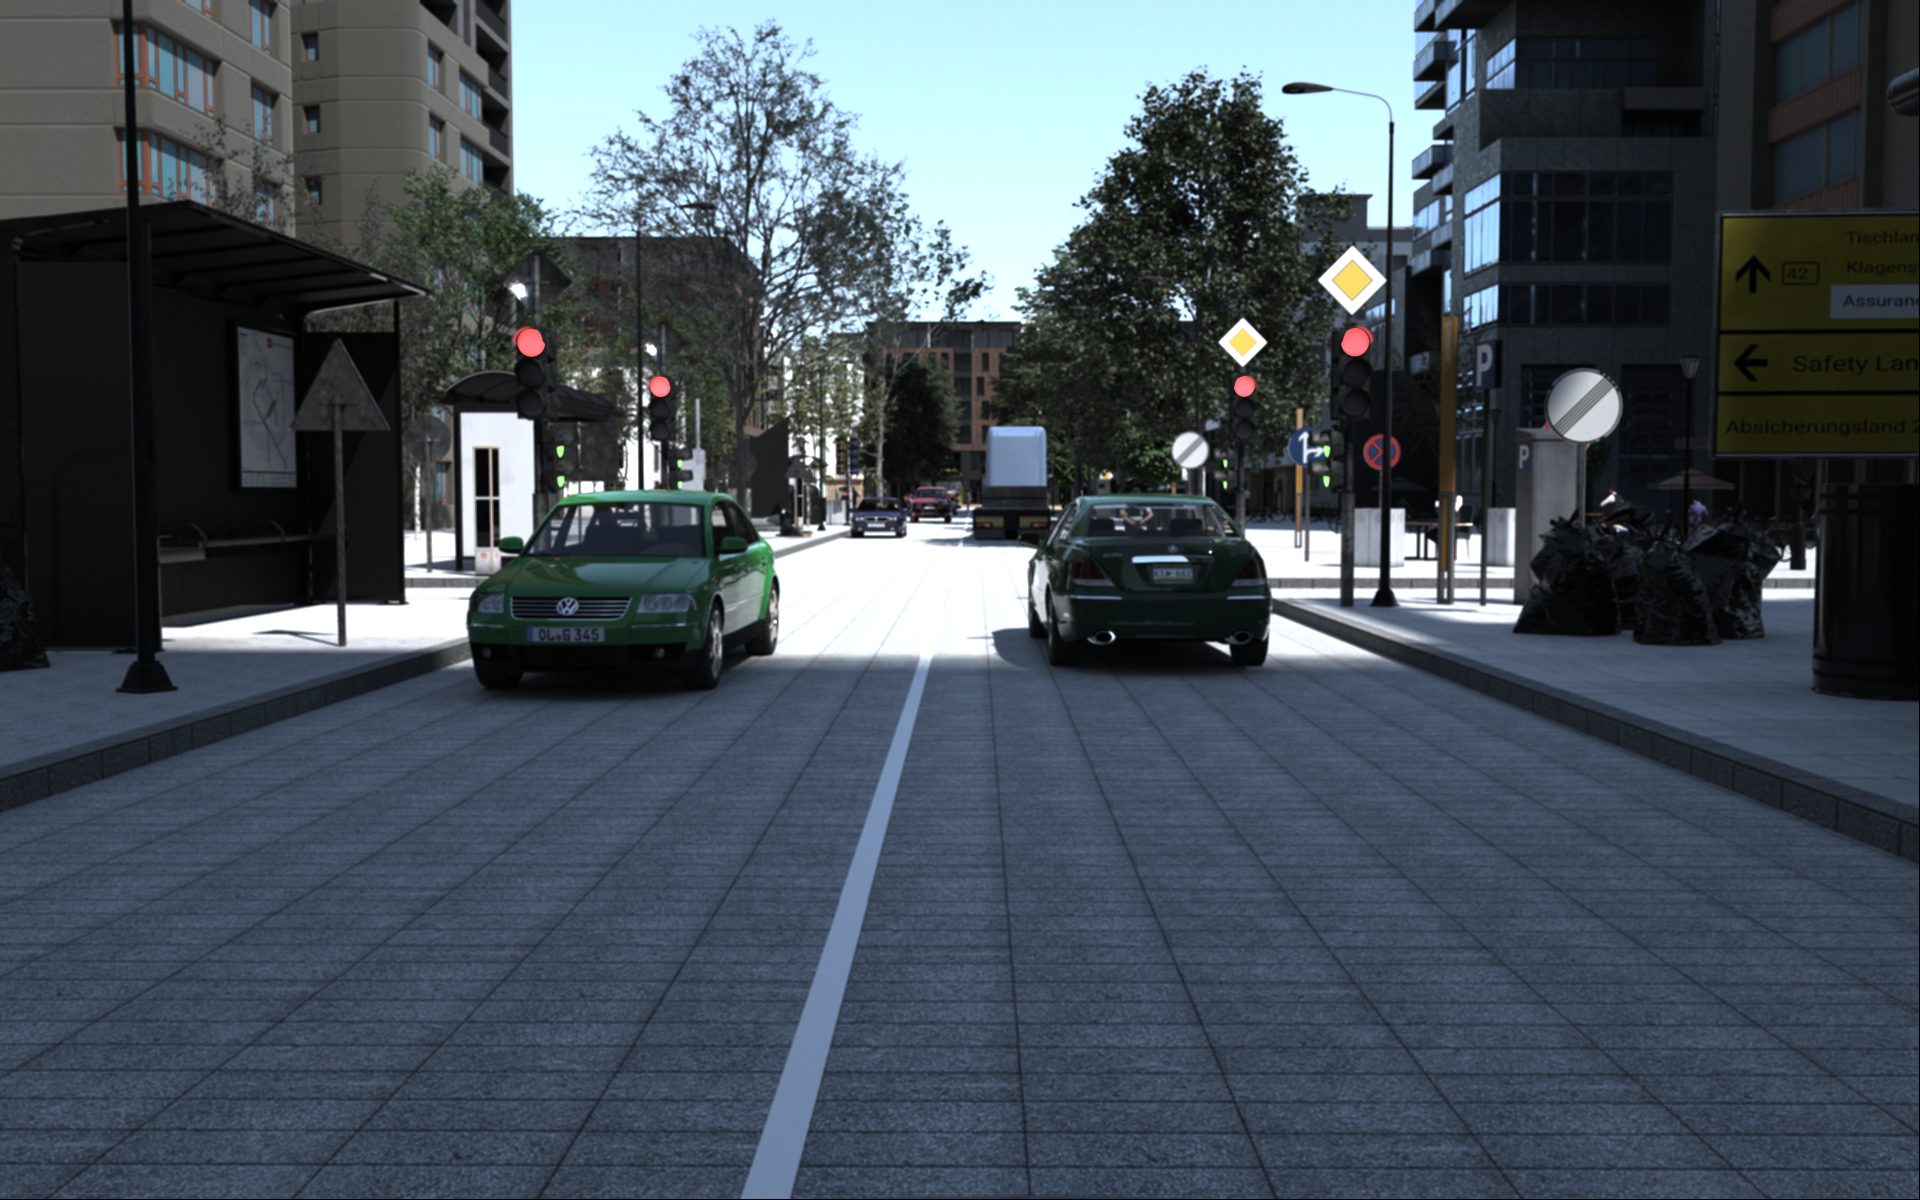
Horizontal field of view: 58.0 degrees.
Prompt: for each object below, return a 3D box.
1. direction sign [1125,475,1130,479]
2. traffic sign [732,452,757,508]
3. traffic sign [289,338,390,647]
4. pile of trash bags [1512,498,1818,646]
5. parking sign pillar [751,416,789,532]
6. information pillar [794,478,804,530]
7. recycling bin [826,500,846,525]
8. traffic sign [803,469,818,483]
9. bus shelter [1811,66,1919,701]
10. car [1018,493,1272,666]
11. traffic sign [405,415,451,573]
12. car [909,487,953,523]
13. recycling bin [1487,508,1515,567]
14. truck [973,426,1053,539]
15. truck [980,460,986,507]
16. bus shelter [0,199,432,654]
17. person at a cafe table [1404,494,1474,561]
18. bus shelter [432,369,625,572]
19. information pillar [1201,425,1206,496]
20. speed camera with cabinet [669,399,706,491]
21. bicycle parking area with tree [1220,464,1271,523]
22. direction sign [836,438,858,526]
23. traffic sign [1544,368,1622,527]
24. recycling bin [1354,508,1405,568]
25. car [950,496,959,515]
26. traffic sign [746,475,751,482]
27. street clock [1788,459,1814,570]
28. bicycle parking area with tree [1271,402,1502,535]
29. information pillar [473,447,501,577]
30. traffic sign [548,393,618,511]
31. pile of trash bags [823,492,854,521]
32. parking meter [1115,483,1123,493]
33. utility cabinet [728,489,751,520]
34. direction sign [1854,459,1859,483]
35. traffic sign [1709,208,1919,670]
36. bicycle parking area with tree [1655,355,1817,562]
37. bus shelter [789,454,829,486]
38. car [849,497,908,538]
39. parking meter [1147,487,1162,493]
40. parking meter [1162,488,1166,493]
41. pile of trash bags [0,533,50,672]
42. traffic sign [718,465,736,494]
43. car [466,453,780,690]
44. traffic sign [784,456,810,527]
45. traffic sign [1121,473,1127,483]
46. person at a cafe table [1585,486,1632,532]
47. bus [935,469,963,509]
[{"bbox_3d":[8.436,-5.821,87.177,0.379,3.537,0.876,1,4,22],"label":"direction sign"},{"bbox_3d":[-6.476,-3.170,51.934,0.768,2.556,0.104,1,4,8],"label":"traffic sign"},{"bbox_3d":[-5.200,-0.887,14.505,0.884,2.594,0.081,0,4,8],"label":"traffic sign"},{"bbox_3d":[6.565,-0.335,15.224,1.912,1.369,3.447,-2,4,-29],"label":"pile of trash bags"},{"bbox_3d":[-6.540,-4.349,59.580,1.447,3.967,1.447,-1,4,-9],"label":"parking sign pillar"},{"bbox_3d":[-5.782,-3.522,62.071,0.304,2.012,0.304,-1,4,-13],"label":"information pillar"},{"bbox_3d":[-5.116,-3.599,71.401,0.722,1.027,0.722,0,4,8],"label":"recycling bin"},{"bbox_3d":[-7.456,-5.226,85.448,0.884,2.594,0.081,0,4,4],"label":"traffic sign"},{"bbox_3d":[5.666,-1.799,7.044,2.179,5.291,8.768,0,4,1],"label":"bus shelter"},{"bbox_3d":[1.625,-0.250,15.885,2.131,1.459,4.920,0,4,-1],"label":"car"},{"bbox_3d":[-8.629,-1.712,28.098,0.768,2.556,0.104,0,4,2],"label":"traffic sign"},{"bbox_3d":[-1.463,-4.887,88.574,2.281,1.827,5.304,0,4,1],"label":"car"},{"bbox_3d":[9.789,-1.111,30.714,0.722,1.027,0.722,-1,4,-19],"label":"recycling bin"},{"bbox_3d":[1.998,-4.488,63.137,2.967,4.110,18.799,0,4,2],"label":"truck"},{"bbox_3d":[3.103,-9.663,146.899,2.839,4.237,11.283,0,4,2],"label":"truck"},{"bbox_3d":[-6.963,-1.571,16.970,1.731,3.624,6.357,0,4,1],"label":"bus shelter"},{"bbox_3d":[9.325,-1.559,34.011,1.622,1.524,1.698,-2,4,-27],"label":"person at a cafe table"},{"bbox_3d":[-7.534,-2.264,30.938,2.014,3.302,5.546,0,4,0],"label":"bus shelter"},{"bbox_3d":[7.224,-3.725,52.263,0.183,3.616,0.504,-2,4,-32],"label":"information pillar"},{"bbox_3d":[-5.793,-2.586,36.622,0.660,3.252,2.038,-1,4,-14],"label":"speed camera with cabinet"},{"bbox_3d":[14.921,-5.692,80.071,9.016,4.147,8.231,1,4,8],"label":"bicycle parking area with tree"},{"bbox_3d":[-4.546,-4.765,69.911,0.876,3.537,0.379,0,4,-2],"label":"direction sign"},{"bbox_3d":[6.333,-1.075,17.687,0.768,2.556,0.104,0,4,5],"label":"traffic sign"},{"bbox_3d":[7.356,-1.097,30.483,0.722,1.027,0.722,3,4,38],"label":"recycling bin"},{"bbox_3d":[-1.089,-6.549,119.075,2.014,1.417,4.499,0,4,0],"label":"car"},{"bbox_3d":[-8.839,-4.509,73.827,0.768,2.556,0.104,0,4,6],"label":"traffic sign"},{"bbox_3d":[14.166,-1.508,29.220,0.471,2.002,0.358,-3,5,-41],"label":"street clock"},{"bbox_3d":[16.465,-4.257,56.597,8.231,4.147,9.016,-3,5,-41],"label":"bicycle parking area with tree"},{"bbox_3d":[-7.346,-1.371,26.913,0.304,2.012,0.304,1,4,10],"label":"information pillar"},{"bbox_3d":[-8.049,-2.529,35.225,2.265,3.308,0.079,1,4,9],"label":"traffic sign"},{"bbox_3d":[-5.835,-4.451,82.533,1.912,1.369,3.447,1,4,14],"label":"pile of trash bags"},{"bbox_3d":[8.444,-5.277,91.995,0.399,1.863,0.255,0,4,4],"label":"parking meter"},{"bbox_3d":[-8.824,-3.718,69.462,1.173,1.500,0.318,3,4,39],"label":"utility cabinet"},{"bbox_3d":[14.220,-2.170,27.470,0.379,3.537,0.876,-1,4,-12],"label":"direction sign"},{"bbox_3d":[6.550,-1.136,12.455,2.265,3.308,0.079,0,4,5],"label":"traffic sign"},{"bbox_3d":[17.590,-3.045,36.786,8.231,4.147,9.016,0,4,-7],"label":"bicycle parking area with tree"},{"bbox_3d":[-8.080,-5.918,90.688,2.014,3.302,5.546,0,4,0],"label":"bus shelter"},{"bbox_3d":[-2.677,-2.749,57.519,1.945,1.354,3.894,0,4,1],"label":"car"},{"bbox_3d":[6.782,-3.226,61.153,0.372,1.533,0.369,0,3,0],"label":"parking meter"},{"bbox_3d":[7.618,-3.498,65.597,0.372,1.533,0.369,0,3,0],"label":"parking meter"},{"bbox_3d":[-8.172,-0.117,11.665,1.912,1.369,3.447,2,4,25],"label":"pile of trash bags"},{"bbox_3d":[-8.071,-3.541,60.032,0.606,2.300,0.079,0,4,5],"label":"traffic sign"},{"bbox_3d":[-2.596,-0.326,14.121,1.959,1.807,4.718,0,4,2],"label":"car"},{"bbox_3d":[-5.491,-3.569,58.362,0.884,2.594,0.081,0,4,4],"label":"traffic sign"},{"bbox_3d":[9.443,-5.958,97.516,0.768,2.556,0.104,1,4,8],"label":"traffic sign"},{"bbox_3d":[18.443,-2.516,49.657,1.698,1.524,1.622,-2,4,-31],"label":"person at a cafe table"},{"bbox_3d":[-1.078,-10.909,169.915,2.896,3.916,12.252,0,4,1],"label":"bus"}]
